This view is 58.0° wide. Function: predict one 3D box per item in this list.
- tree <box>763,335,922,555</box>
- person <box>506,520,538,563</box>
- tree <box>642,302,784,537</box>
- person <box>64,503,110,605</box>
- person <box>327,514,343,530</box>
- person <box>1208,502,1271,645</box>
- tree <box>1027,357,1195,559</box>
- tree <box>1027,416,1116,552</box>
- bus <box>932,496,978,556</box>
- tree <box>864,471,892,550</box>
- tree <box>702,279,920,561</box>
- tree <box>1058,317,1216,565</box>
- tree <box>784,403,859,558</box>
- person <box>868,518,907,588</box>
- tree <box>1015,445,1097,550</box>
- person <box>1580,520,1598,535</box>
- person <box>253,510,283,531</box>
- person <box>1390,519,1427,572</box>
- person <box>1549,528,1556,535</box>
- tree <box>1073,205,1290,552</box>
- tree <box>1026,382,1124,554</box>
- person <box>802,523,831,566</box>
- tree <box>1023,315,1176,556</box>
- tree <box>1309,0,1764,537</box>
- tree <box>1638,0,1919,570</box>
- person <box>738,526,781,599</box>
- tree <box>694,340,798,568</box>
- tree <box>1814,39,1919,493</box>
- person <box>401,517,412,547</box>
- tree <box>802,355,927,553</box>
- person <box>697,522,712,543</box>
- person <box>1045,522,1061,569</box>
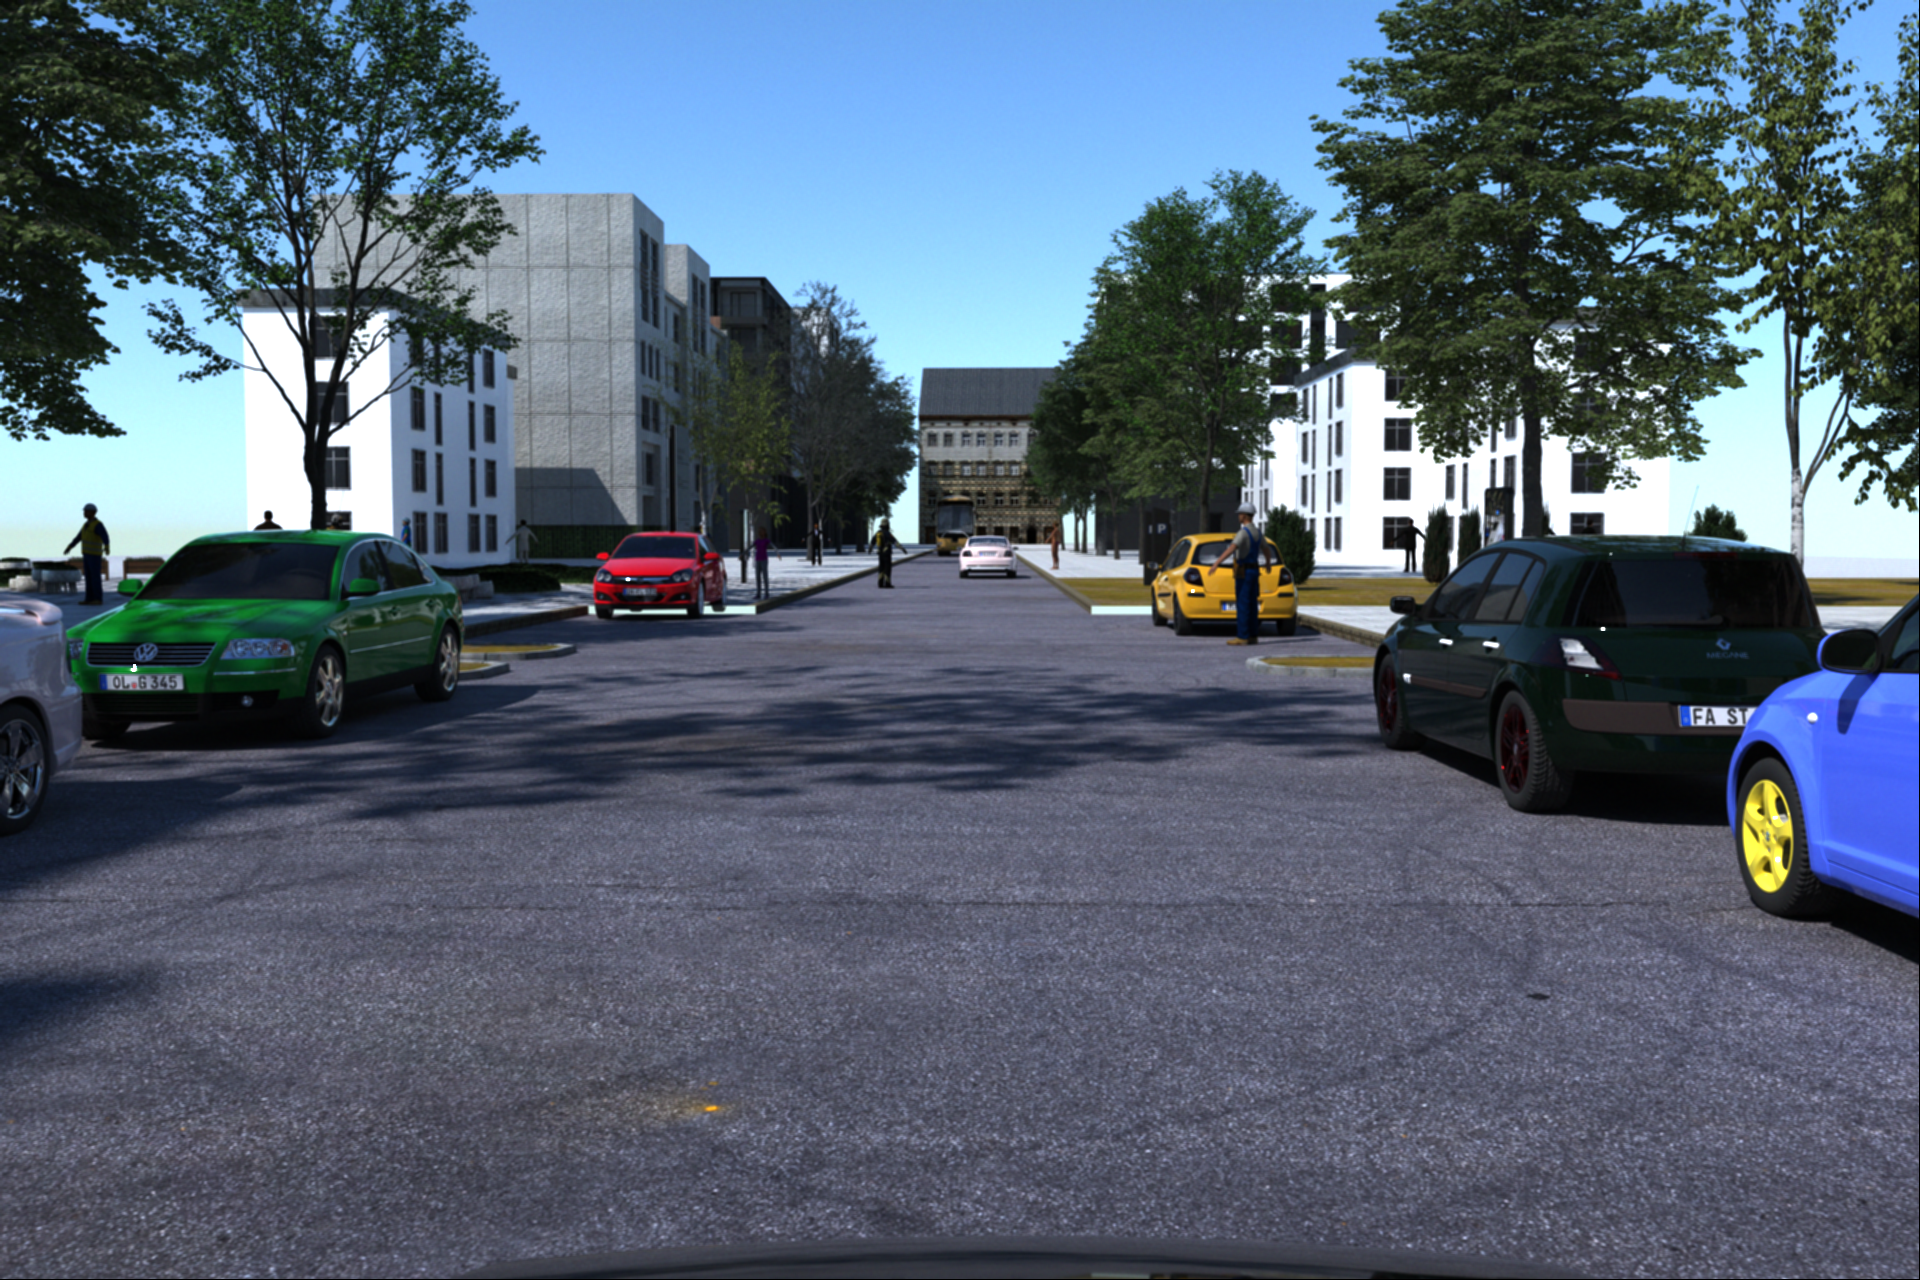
[{"bbox_3d":[-7.467,-12.008,106.700,12.009,13.543,11.850,0,3,0],"label":"tree"},{"bbox_3d":[-16.062,-3.515,63.656,0.705,1.806,1.347,3,5,44],"label":"person"},{"bbox_3d":[-8.487,-6.451,55.832,4.360,8.622,3.978,0,3,0],"label":"tree"},{"bbox_3d":[-15.733,-1.551,31.331,1.349,1.833,0.705,2,4,33],"label":"person"},{"bbox_3d":[-18.019,-2.716,50.178,0.705,1.858,1.354,0,4,-1],"label":"person"},{"bbox_3d":[3.691,-0.864,22.438,0.705,1.847,1.347,3,5,43],"label":"person"},{"bbox_3d":[7.882,-9.364,87.515,8.767,10.594,7.601,-1,4,-14],"label":"tree"},{"bbox_3d":[8.518,-12.171,124.749,9.928,11.665,9.643,0,3,0],"label":"tree"},{"bbox_3d":[-0.174,-7.574,115.386,2.896,3.916,12.252,0,4,1],"label":"bus"},{"bbox_3d":[-6.992,-11.196,133.418,4.360,8.622,3.978,0,3,0],"label":"tree"},{"bbox_3d":[-7.054,-10.538,82.668,12.009,13.543,11.850,0,3,0],"label":"tree"},{"bbox_3d":[7.393,-8.438,72.378,7.601,10.594,8.767,-3,5,-42],"label":"tree"},{"bbox_3d":[-7.458,-8.727,93.052,4.360,8.622,3.978,0,3,0],"label":"tree"},{"bbox_3d":[-1.964,-2.297,45.788,1.354,1.856,0.705,3,5,40],"label":"person"},{"bbox_3d":[7.785,-12.321,135.854,7.601,10.594,8.767,0,4,4],"label":"tree"},{"bbox_3d":[23.009,-3.490,63.242,0.705,1.806,1.347,-1,4,-22],"label":"person"},{"bbox_3d":[-15.502,-2.001,38.849,1.346,1.812,0.704,-2,4,-29],"label":"person"},{"bbox_3d":[15.210,-3.196,58.476,1.346,1.802,0.704,0,4,-5],"label":"person"},{"bbox_3d":[18.487,-2.994,54.883,1.347,1.837,0.705,3,5,41],"label":"person"},{"bbox_3d":[7.593,-8.689,60.189,7.486,12.596,7.792,0,3,0],"label":"tree"},{"bbox_3d":[8.078,-11.460,113.122,9.928,11.665,9.643,0,3,0],"label":"tree"},{"bbox_3d":[-5.837,-3.899,70.463,1.216,1.740,0.721,0,4,-2],"label":"person"},{"bbox_3d":[8.192,-11.876,100.833,9.857,13.997,8.962,0,3,0],"label":"tree"},{"bbox_3d":[9.519,-6.835,29.876,7.486,12.596,7.792,0,3,0],"label":"tree"},{"bbox_3d":[9.754,-4.229,19.509,4.737,8.622,4.395,0,3,0],"label":"tree"},{"bbox_3d":[-3.940,-1.522,34.156,0.991,1.433,0.599,2,4,26],"label":"person"},{"bbox_3d":[-7.893,-7.025,65.223,4.737,8.622,4.395,0,3,0],"label":"tree"},{"bbox_3d":[24.279,-8.119,39.407,9.857,13.997,8.962,0,3,0],"label":"tree"},{"bbox_3d":[-17.855,-3.036,55.763,0.704,1.817,1.347,-1,4,-12],"label":"person"},{"bbox_3d":[-6.902,-13.041,119.877,9.857,13.997,8.962,0,3,0],"label":"tree"},{"bbox_3d":[-10.443,-3.875,69.823,0.721,1.772,1.216,3,5,40],"label":"person"},{"bbox_3d":[3.396,-3.439,63.030,0.721,1.733,1.217,2,4,29],"label":"person"}]
